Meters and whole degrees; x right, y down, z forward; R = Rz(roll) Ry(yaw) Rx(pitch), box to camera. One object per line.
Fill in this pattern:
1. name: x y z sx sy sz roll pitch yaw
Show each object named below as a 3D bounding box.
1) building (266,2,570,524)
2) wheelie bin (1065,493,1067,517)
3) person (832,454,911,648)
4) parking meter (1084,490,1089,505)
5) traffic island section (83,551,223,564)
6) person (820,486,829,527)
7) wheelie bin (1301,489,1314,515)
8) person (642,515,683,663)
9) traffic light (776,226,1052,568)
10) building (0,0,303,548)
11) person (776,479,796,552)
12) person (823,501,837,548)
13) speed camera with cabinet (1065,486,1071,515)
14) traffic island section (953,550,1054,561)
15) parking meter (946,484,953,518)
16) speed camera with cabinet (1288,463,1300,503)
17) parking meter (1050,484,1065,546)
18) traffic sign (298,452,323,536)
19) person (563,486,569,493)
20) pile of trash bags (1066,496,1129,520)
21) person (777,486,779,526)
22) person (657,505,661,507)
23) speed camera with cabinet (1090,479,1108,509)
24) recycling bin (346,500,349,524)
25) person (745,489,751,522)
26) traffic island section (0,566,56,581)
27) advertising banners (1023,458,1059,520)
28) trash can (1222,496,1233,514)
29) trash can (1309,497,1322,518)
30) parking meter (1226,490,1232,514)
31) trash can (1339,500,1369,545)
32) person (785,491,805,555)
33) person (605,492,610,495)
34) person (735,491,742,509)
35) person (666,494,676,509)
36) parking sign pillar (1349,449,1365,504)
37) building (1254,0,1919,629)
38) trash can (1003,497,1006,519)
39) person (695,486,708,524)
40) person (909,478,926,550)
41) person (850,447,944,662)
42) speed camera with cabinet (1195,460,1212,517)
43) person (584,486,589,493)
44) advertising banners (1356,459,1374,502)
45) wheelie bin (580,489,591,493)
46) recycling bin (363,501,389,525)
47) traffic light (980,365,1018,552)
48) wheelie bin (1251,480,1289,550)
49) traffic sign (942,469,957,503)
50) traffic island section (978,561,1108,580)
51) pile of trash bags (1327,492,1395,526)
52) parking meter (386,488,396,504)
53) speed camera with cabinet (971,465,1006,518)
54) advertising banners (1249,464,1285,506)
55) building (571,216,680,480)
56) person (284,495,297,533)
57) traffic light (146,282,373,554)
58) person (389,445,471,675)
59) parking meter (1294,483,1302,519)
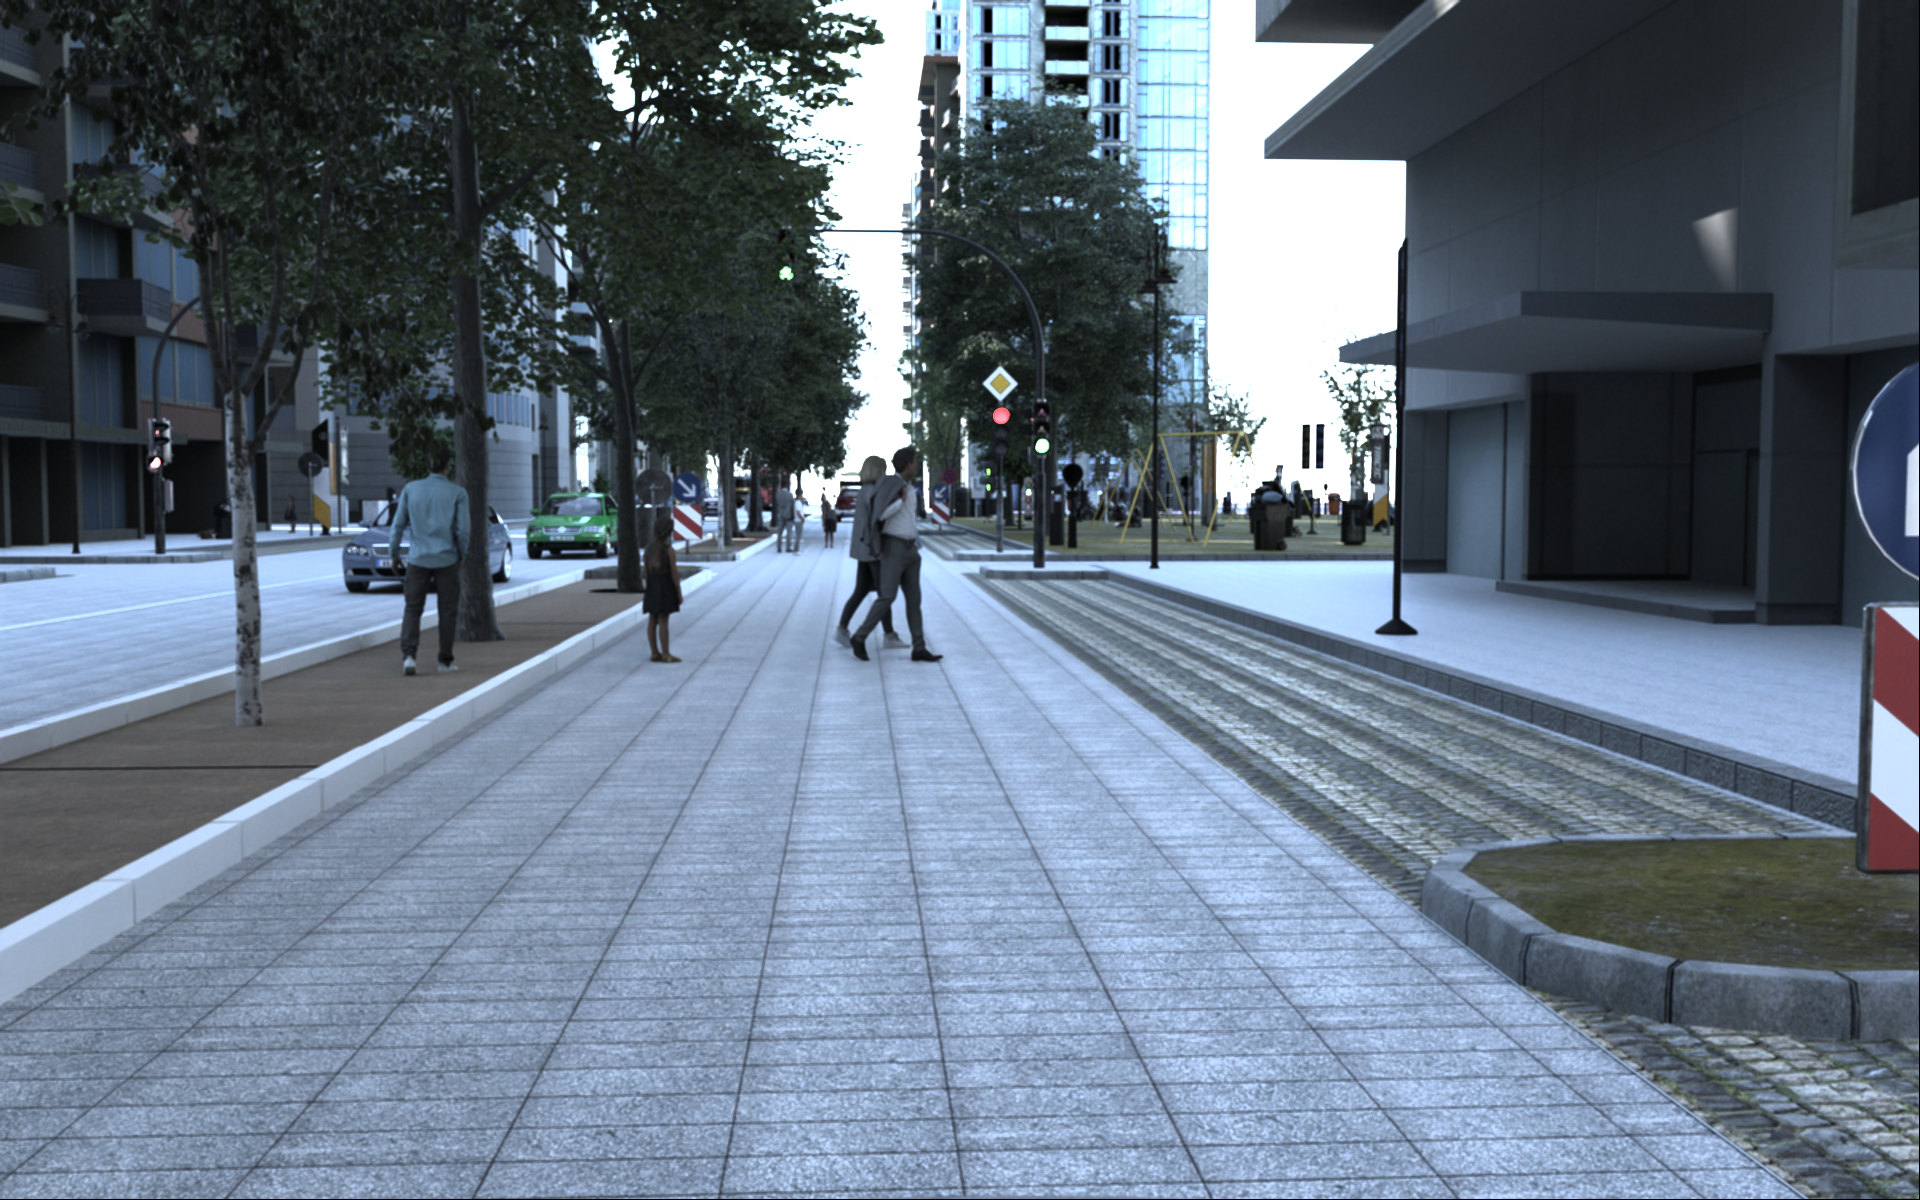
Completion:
1. building: -32.629 -33.269 85.947 21.231 58.520 28.212 0 4 -4
2. wheelie bin: 5.595 -5.531 98.337 0.980 1.594 0.693 -2 4 -27
3. person: -0.851 -0.459 16.186 0.728 1.800 0.709 -1 4 -15
4. parking meter: 8.247 -6.431 113.557 0.372 1.533 0.369 0 3 0
5. traffic island section: -17.107 -0.901 37.020 2.009 0.180 2.903 0 4 -4
6. person: -5.803 -4.028 74.706 0.374 1.781 0.599 -2 4 -26
7. wheelie bin: 21.053 -5.941 105.035 0.693 1.594 0.980 -3 5 -42
8. person: -2.534 -0.097 14.749 0.362 1.253 0.373 2 4 35
9. traffic light: -0.731 -3.370 29.767 4.771 5.953 1.251 0 4 -4
10. building: -32.961 -24.170 49.806 22.147 44.769 28.867 0 4 -4
11. person: -4.270 -2.077 42.643 0.511 1.800 0.466 1 4 9
12. person: -3.440 -2.003 45.913 0.362 1.253 0.373 -1 4 -10
13. speed camera with cabinet: 6.727 -7.219 112.358 2.038 3.252 0.660 -1 4 -14
14. traffic island section: 0.900 -0.969 38.123 2.009 0.180 2.903 0 4 -4
15. parking meter: -0.575 -5.295 92.289 0.255 1.863 0.399 -3 5 -42
16. speed camera with cabinet: 21.453 -7.161 111.422 0.660 3.252 2.038 0 4 5
17. parking meter: 2.426 -2.133 43.285 0.372 1.533 0.369 0 3 0
18. traffic sign: -19.763 -3.217 52.696 0.768 2.556 0.104 0 4 4
19. person: -18.297 -4.408 80.759 0.709 1.800 0.728 -1 4 -10
20. pile of trash bags: 6.629 -4.613 85.176 3.447 1.369 1.912 -3 4 -36
21. person: -8.072 -4.129 76.276 0.520 1.790 0.573 1 4 17
22. person: -26.856 -9.008 153.986 0.551 1.740 0.621 1 4 15
23. speed camera with cabinet: 8.596 -6.909 107.293 0.660 3.252 2.038 1 4 22
24. recycling bin: -26.400 -3.716 73.313 0.722 1.027 0.722 1 4 17
25. person: -10.672 -4.793 87.870 0.512 1.701 0.522 0 4 5
26. traffic island section: -16.615 -0.414 29.050 2.009 0.180 2.903 0 4 -4
27. advertising banners: 3.918 -5.370 83.993 2.074 3.025 0.090 3 4 37
28. trash can: 17.519 -6.228 113.480 0.748 1.137 0.748 0 3 0
29. trash can: 18.820 -4.903 91.811 0.748 1.137 0.748 0 3 0
30. parking meter: 16.998 -6.184 109.526 0.372 1.533 0.369 0 3 0
31. trash can: 9.888 -1.949 43.516 0.748 1.137 0.748 0 3 0
32. person: -3.796 -1.802 40.563 0.503 1.515 0.523 3 5 40
33. person: -24.586 -6.922 119.740 0.750 1.759 0.617 -1 4 -18
34. person: -21.501 -9.616 166.441 1.217 1.735 0.721 -1 4 -20
35. person: -16.090 -5.372 96.427 0.616 1.811 0.778 -1 4 -15
36. parking sign pillar: 23.752 -7.040 103.572 1.447 3.967 1.447 3 4 38
37. building: 18.975 -26.051 15.175 28.713 52.752 27.495 0 4 -4
38. trash can: 2.294 -4.652 87.714 0.748 1.137 0.748 0 3 0
39. person: -12.245 -4.481 81.948 0.592 1.802 0.473 2 4 24
40. person: -1.253 -2.142 43.512 0.713 1.824 0.794 1 4 22
41. person: -0.561 -0.381 14.832 0.850 1.850 0.679 1 4 23
42. speed camera with cabinet: 13.863 -6.366 98.414 0.660 3.252 2.038 0 4 -6
43. person: -17.630 -4.484 81.997 0.511 1.800 0.466 -1 4 -10
44. advertising banners: 20.412 -5.552 86.967 2.074 3.025 0.090 -3 5 -42
45. wheelie bin: -24.207 -6.363 111.942 0.980 1.594 0.693 0 4 2
46. recycling bin: -22.717 -3.351 67.348 0.722 1.027 0.722 1 4 17
47. traffic light: 0.860 -3.002 38.006 0.839 4.253 0.868 0 4 -4
48. wheelie bin: 7.069 -1.936 39.556 0.693 1.594 0.980 -1 4 -23
49. traffic sign: -0.532 -5.404 88.468 0.768 2.556 0.104 0 4 -3
50. traffic island section: 1.392 -0.481 30.153 2.009 0.180 2.903 0 4 -4
51. pile of trash bags: 16.208 -3.702 70.276 3.447 1.369 1.912 -2 4 -33
52. parking meter: -22.564 -3.689 68.720 0.372 1.533 0.369 0 3 0
53. speed camera with cabinet: 1.649 -5.963 91.826 2.038 3.252 0.660 0 4 -8
54. advertising banners: 17.873 -6.410 100.999 2.074 3.025 0.090 1 4 16
55. building: -36.592 -24.853 178.051 14.160 30.474 14.107 0 4 -4
56. person: -22.014 -2.827 56.938 0.373 1.253 0.362 0 4 4
57. traffic light: -14.984 -3.815 37.051 4.771 5.953 1.251 0 4 -4
58. person: -4.219 -0.320 13.752 0.660 1.820 0.620 0 4 -6
59. parking meter: 17.497 -5.143 89.791 0.255 1.863 0.399 -2 4 -25
